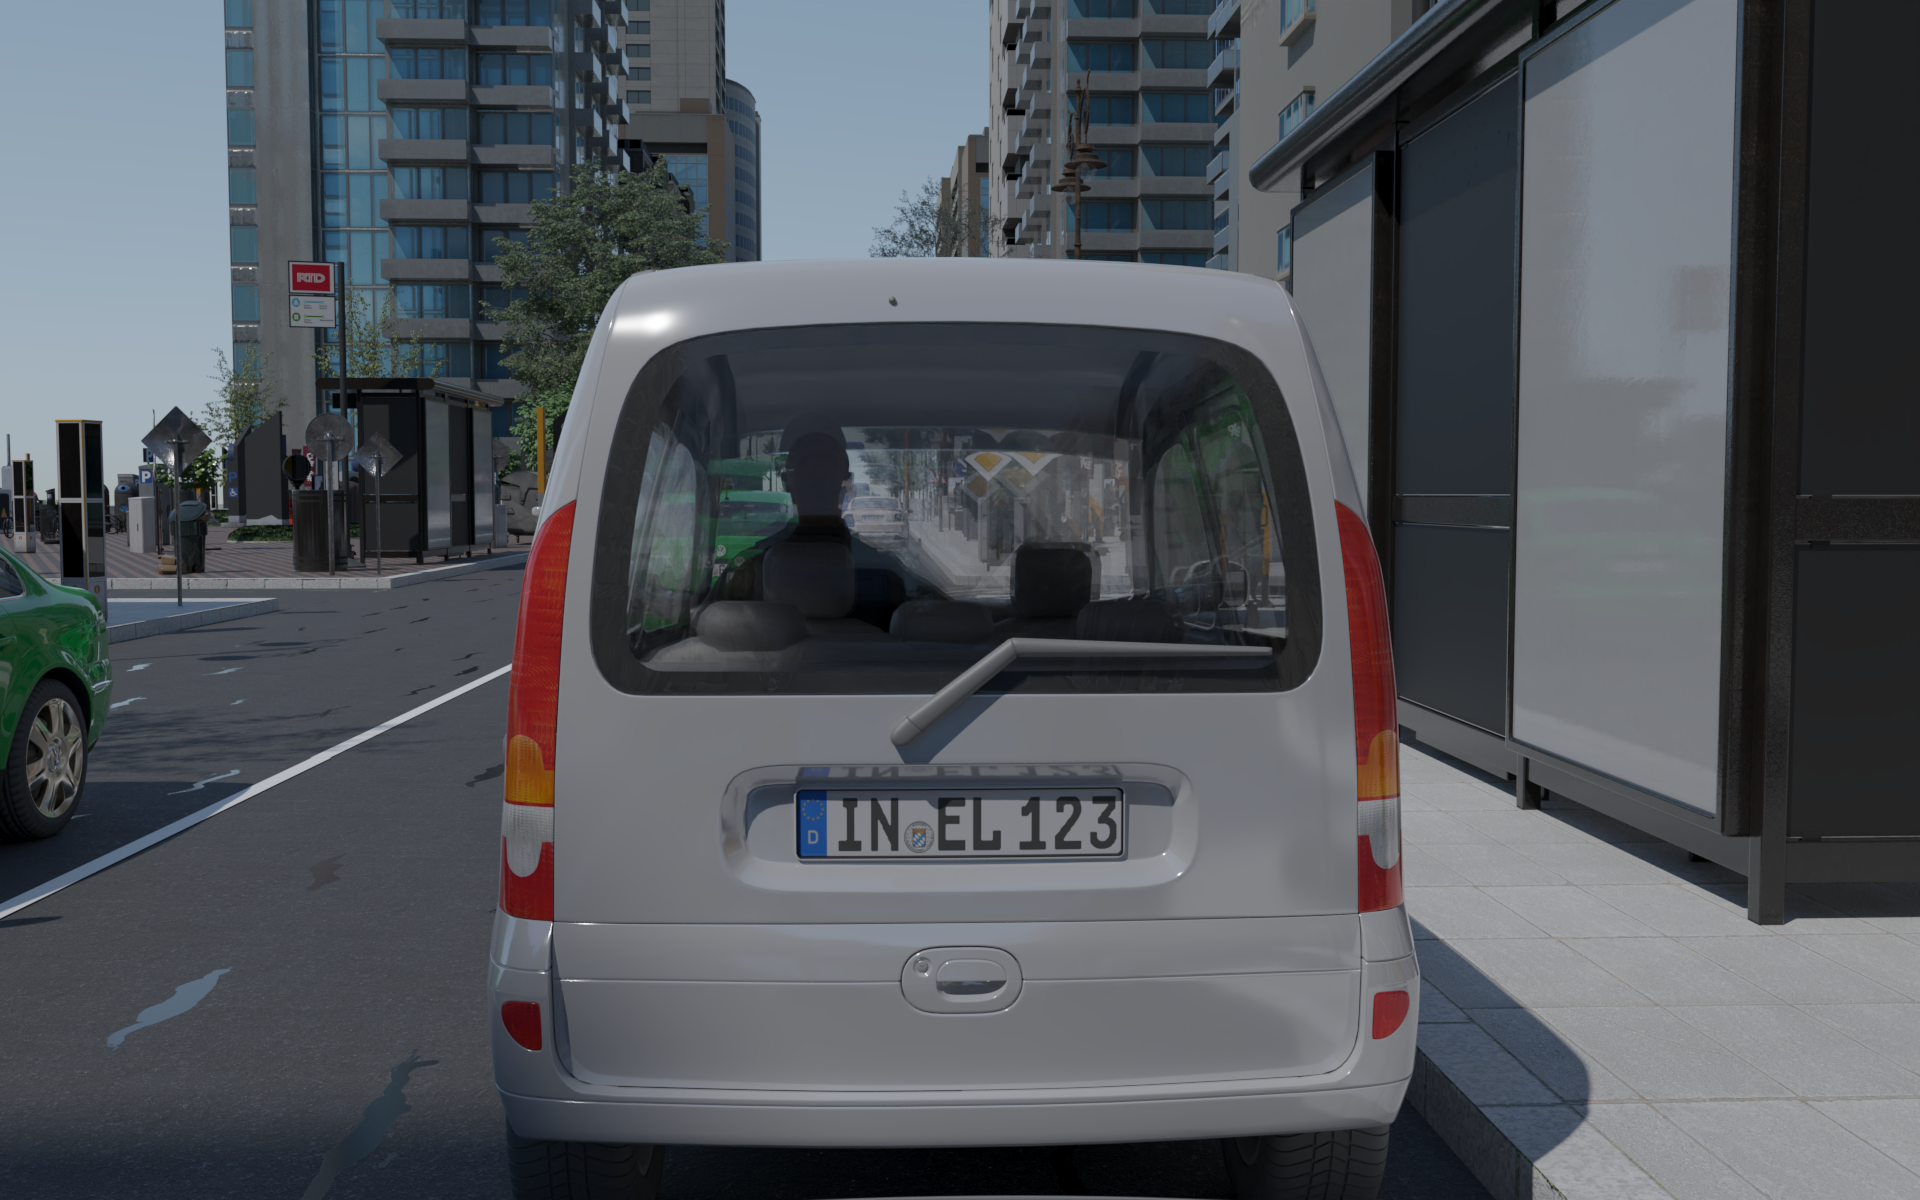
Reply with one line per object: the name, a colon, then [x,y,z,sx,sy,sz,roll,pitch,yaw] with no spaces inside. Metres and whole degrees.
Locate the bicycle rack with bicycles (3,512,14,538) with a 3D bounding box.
bicycle rack with bicycles: [-26.881,-2.302,51.015,2.852,0.926,2.925,1,4,21]

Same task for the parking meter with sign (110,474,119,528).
parking meter with sign: [-31.523,-4.248,65.713,1.738,3.016,0.543,1,4,8]

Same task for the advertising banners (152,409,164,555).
advertising banners: [-16.985,-2.475,36.657,0.090,3.025,2.074,-1,4,-22]

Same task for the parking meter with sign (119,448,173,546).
parking meter with sign: [-20.190,-2.878,43.314,0.543,3.016,1.738,0,4,6]

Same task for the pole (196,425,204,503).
pole: [-22.412,-3.497,51.025,0.158,3.312,0.155,0,3,0]

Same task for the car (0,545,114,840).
car: [-4.589,0.182,5.816,1.959,1.807,4.718,0,4,-3]

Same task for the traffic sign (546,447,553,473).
traffic sign: [-10.862,-2.847,46.656,0.768,2.556,0.104,0,4,2]

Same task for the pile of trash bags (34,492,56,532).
pile of trash bags: [-31.562,-3.074,60.011,3.447,1.369,1.912,3,4,36]

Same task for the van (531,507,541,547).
van: [-5.951,-1.326,28.690,2.013,2.044,4.112,0,4,-2]

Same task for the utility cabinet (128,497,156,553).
utility cabinet: [-18.039,-1.653,38.192,0.306,1.237,1.020,-3,5,-40]

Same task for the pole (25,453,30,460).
pole: [-46.542,-5.671,86.560,0.158,3.312,0.155,0,3,0]

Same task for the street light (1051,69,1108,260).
street light: [1.319,-2.854,19.449,0.468,5.910,1.993,0,4,-3]

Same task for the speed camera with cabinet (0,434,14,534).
speed camera with cabinet: [-31.099,-3.792,56.336,0.660,3.252,2.038,0,4,0]

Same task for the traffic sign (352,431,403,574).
traffic sign: [-9.323,-1.474,27.747,0.795,2.450,0.064,0,4,-3]

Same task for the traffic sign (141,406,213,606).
traffic sign: [-8.929,-0.987,19.772,0.795,2.450,0.064,0,4,-3]

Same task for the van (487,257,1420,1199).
van: [-0.082,0.139,4.740,2.013,2.044,4.112,0,4,-2]

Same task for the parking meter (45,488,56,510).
parking meter: [-38.552,-3.977,73.428,0.372,1.533,0.369,0,3,0]

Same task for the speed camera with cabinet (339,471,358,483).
speed camera with cabinet: [-24.684,-4.532,68.429,0.660,3.252,2.038,2,4,32]

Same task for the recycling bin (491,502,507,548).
recycling bin: [-11.298,-1.758,41.291,0.722,1.027,0.722,2,4,28]

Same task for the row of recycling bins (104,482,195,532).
row of recycling bins: [-27.612,-3.131,58.297,3.534,1.692,1.069,-1,4,-9]

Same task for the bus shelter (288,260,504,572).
bus shelter: [-10.595,-3.363,32.612,2.179,5.291,8.768,0,4,-3]

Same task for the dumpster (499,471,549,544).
dumpster: [-11.047,-2.364,44.415,1.264,1.857,1.865,0,4,-3]

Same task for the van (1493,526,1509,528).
van: [9.298,-1.066,24.436,4.112,2.044,2.013,0,4,-3]

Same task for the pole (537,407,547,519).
pole: [-9.829,-2.868,40.736,0.158,3.312,0.155,0,3,0]

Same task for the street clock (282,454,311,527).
street clock: [-12.096,-1.655,31.635,0.471,2.002,0.358,-2,4,-29]

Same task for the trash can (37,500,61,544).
trash can: [-23.278,-2.007,44.464,0.748,1.137,0.748,0,3,0]

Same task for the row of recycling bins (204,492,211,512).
row of recycling bins: [-32.652,-3.980,72.184,3.534,1.692,1.069,2,4,26]

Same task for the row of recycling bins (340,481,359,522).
row of recycling bins: [-19.438,-2.899,54.508,1.069,1.692,3.534,-1,4,-12]

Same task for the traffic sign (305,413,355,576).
traffic sign: [-9.881,-1.656,27.176,0.768,2.556,0.104,0,4,-2]

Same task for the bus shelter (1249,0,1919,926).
bus shelter: [2.958,-1.936,9.286,2.179,5.291,8.768,0,4,-3]

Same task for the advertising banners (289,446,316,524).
advertising banners: [-24.282,-4.068,62.700,2.074,3.025,0.090,0,4,-5]

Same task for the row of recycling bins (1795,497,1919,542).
row of recycling bins: [6.842,-0.422,14.013,1.069,1.692,3.534,0,4,3]

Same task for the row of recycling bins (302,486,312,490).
row of recycling bins: [-27.072,-4.040,73.172,1.069,1.692,3.534,0,4,-8]

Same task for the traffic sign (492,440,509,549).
traffic sign: [-10.925,-2.473,40.532,0.768,2.556,0.104,0,4,0]
